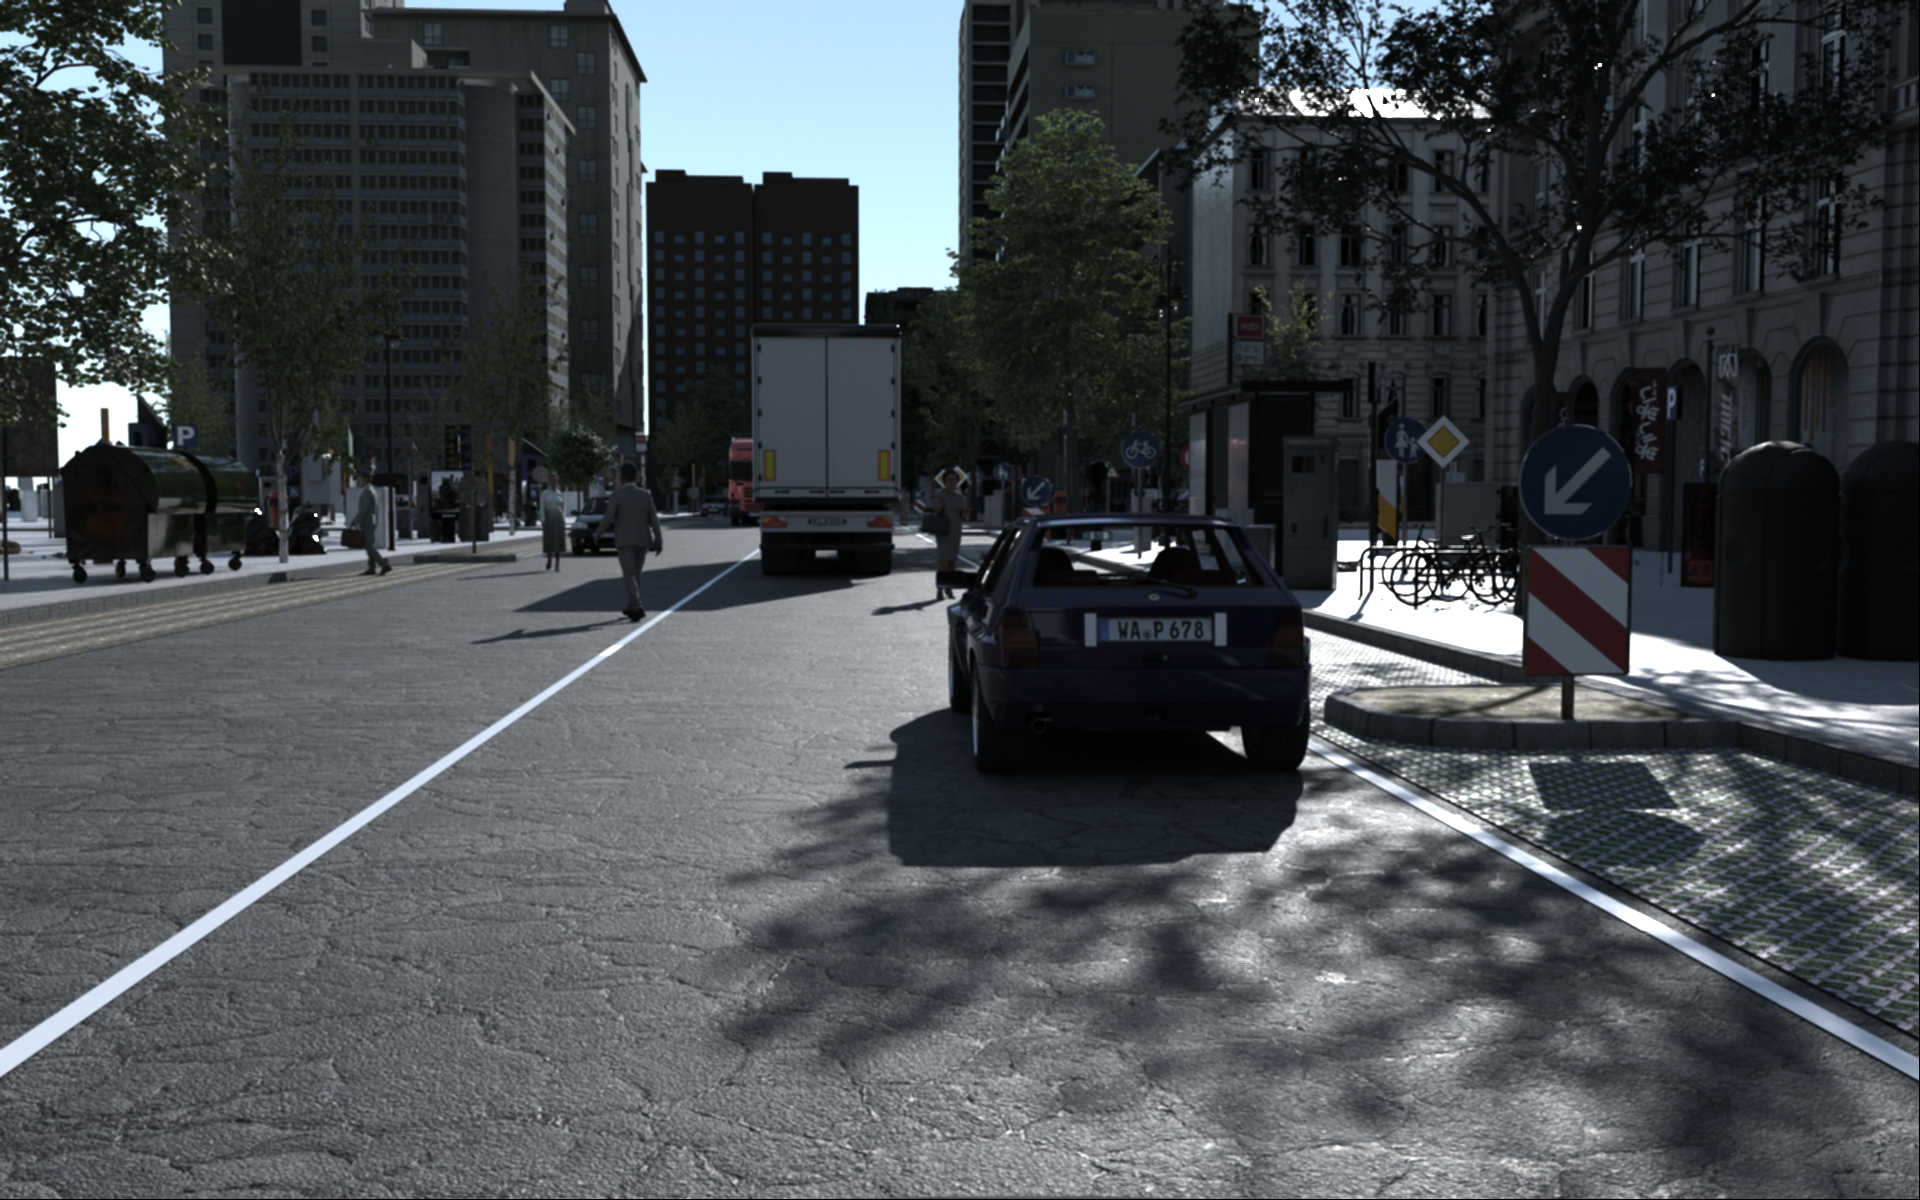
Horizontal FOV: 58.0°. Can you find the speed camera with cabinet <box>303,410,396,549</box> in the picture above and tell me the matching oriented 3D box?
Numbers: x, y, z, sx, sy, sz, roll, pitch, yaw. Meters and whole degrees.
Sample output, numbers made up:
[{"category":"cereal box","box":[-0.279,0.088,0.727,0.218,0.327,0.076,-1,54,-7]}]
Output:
[{"category":"speed camera with cabinet","box":[-14.358,-2.837,40.726,2.038,3.252,0.660,1,4,9]}]

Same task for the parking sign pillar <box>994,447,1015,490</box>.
[{"category":"parking sign pillar","box":[2.555,-6.561,95.736,1.447,3.967,1.447,1,4,14]}]

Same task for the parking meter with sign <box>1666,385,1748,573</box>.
[{"category":"parking meter with sign","box":[12.346,-1.938,27.952,1.738,3.016,0.543,0,4,5]}]

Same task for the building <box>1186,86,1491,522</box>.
[{"category":"building","box":[21.006,-14.421,84.930,18.267,20.994,9.793,0,4,-4]}]

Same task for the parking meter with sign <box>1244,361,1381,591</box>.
[{"category":"parking meter with sign","box":[4.713,-1.652,23.264,1.738,3.016,0.543,1,4,22]}]

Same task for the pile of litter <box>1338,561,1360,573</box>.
[{"category":"pile of litter","box":[6.134,-0.925,29.094,1.176,0.858,1.719,1,4,12]}]

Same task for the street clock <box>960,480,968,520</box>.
[{"category":"street clock","box":[0.170,-4.944,85.402,0.358,2.002,0.471,2,4,28]}]

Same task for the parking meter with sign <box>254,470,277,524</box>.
[{"category":"parking meter with sign","box":[-29.991,-4.821,75.081,1.738,3.016,0.543,-2,4,-28]}]

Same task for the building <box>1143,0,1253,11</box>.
[{"category":"building","box":[31.487,-49.648,249.989,20.611,71.187,20.563,0,4,-4]}]

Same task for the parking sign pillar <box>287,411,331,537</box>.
[{"category":"parking sign pillar","box":[-19.780,-3.897,52.189,1.447,3.967,1.447,0,4,5]}]

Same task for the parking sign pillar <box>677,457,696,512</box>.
[{"category":"parking sign pillar","box":[-19.975,-8.452,126.668,1.447,3.967,1.447,-2,4,-28]}]

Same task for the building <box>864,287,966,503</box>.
[{"category":"building","box":[-6.466,-28.952,245.067,14.107,30.474,14.160,0,4,-4]}]

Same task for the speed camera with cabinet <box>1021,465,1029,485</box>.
[{"category":"speed camera with cabinet","box":[4.330,-7.557,117.892,0.660,3.252,2.038,-1,4,-11]}]

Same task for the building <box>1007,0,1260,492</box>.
[{"category":"building","box":[16.188,-33.300,168.157,21.300,48.544,21.600,0,4,-4]}]

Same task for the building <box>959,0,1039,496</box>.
[{"category":"building","box":[10.643,-49.555,248.474,20.611,71.187,20.563,0,4,-4]}]

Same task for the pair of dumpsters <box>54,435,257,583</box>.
[{"category":"pair of dumpsters","box":[-12.430,-1.497,26.962,1.574,2.255,4.437,0,4,-4]}]

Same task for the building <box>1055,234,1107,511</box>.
[{"category":"building","box":[13.349,-18.694,134.524,11.050,23.489,19.941,0,4,-4]}]

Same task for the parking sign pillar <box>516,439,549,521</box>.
[{"category":"parking sign pillar","box":[-20.633,-5.848,84.081,1.447,3.967,1.447,1,4,9]}]

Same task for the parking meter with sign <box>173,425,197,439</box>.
[{"category":"parking meter with sign","box":[-19.902,-2.950,44.499,0.543,3.016,1.738,-2,4,-26]}]

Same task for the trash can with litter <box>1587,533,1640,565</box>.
[{"category":"trash can with litter","box":[11.919,-1.302,32.343,1.678,1.210,2.233,0,4,-3]}]

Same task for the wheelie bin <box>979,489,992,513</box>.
[{"category":"wheelie bin","box":[1.699,-6.685,117.215,0.980,1.594,0.693,-3,4,-38]}]

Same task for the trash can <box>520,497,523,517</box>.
[{"category":"trash can","box":[-22.148,-4.711,88.680,0.748,1.137,0.748,0,3,0]}]

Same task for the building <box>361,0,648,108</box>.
[{"category":"building","box":[-49.513,-36.757,190.217,27.495,52.752,28.713,0,4,-4]}]

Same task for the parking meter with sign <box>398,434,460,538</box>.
[{"category":"parking meter with sign","box":[-15.491,-3.317,50.494,1.738,3.016,0.543,-1,4,-10]}]

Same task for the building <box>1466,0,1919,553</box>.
[{"category":"building","box":[21.444,-11.957,37.303,13.314,21.916,24.055,0,4,-4]}]

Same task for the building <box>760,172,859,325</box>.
[{"category":"building","box":[-21.356,-36.311,243.798,14.200,45.320,14.600,0,4,-4]}]

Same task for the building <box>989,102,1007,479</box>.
[{"category":"building","box":[15.802,-35.140,194.155,23.786,49.044,30.456,0,4,-4]}]

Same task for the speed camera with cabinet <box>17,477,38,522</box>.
[{"category":"speed camera with cabinet","box":[-43.097,-5.242,80.042,0.660,3.252,2.038,-2,4,-34]}]

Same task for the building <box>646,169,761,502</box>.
[{"category":"building","box":[-35.752,-36.206,242.085,14.200,45.320,14.600,0,4,-4]}]

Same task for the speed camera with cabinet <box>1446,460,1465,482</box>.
[{"category":"speed camera with cabinet","box":[20.571,-4.685,70.941,0.660,3.252,2.038,0,4,-8]}]

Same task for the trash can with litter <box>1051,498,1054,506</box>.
[{"category":"trash can with litter","box":[4.250,-4.344,82.414,1.055,1.170,0.624,3,5,45]}]

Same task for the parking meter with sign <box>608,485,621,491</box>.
[{"category":"parking meter with sign","box":[-23.689,-7.589,120.345,1.738,3.016,0.543,1,4,17]}]

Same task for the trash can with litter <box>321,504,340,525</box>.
[{"category":"trash can with litter","box":[-27.559,-3.827,73.630,2.233,1.210,1.678,-1,4,-19]}]

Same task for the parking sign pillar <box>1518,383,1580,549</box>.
[{"category":"parking sign pillar","box":[13.538,-3.144,39.873,1.447,3.967,1.447,0,4,5]}]

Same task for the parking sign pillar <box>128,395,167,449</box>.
[{"category":"parking sign pillar","box":[-21.996,-3.577,46.950,1.447,3.967,1.447,3,4,38]}]

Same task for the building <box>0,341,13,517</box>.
[{"category":"building","box":[-35.261,-12.494,40.428,21.152,22.565,11.583,0,4,-4]}]

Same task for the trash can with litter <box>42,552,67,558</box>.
[{"category":"trash can with litter","box":[-17.804,-1.476,35.188,1.678,1.210,2.233,-3,5,-44]}]

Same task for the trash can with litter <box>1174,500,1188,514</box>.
[{"category":"trash can with litter","box":[5.344,-1.921,42.797,1.055,1.170,0.624,0,4,-4]}]

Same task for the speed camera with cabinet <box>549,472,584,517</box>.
[{"category":"speed camera with cabinet","box":[-22.325,-6.325,97.745,2.038,3.252,0.660,-2,4,-34]}]

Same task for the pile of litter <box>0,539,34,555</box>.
[{"category":"pile of litter","box":[-20.521,-1.393,36.738,1.176,0.858,1.719,3,5,42]}]

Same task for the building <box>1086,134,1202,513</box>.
[{"category":"building","box":[17.042,-17.777,109.728,14.314,24.678,30.058,0,4,-4]}]

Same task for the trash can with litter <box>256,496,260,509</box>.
[{"category":"trash can with litter","box":[-33.145,-4.363,82.720,1.055,1.170,0.624,1,4,20]}]

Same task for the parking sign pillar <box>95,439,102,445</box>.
[{"category":"parking sign pillar","box":[-41.770,-5.804,83.365,1.447,3.967,1.447,1,4,8]}]

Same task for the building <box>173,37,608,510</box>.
[{"category":"building","box":[-47.847,-28.142,152.008,32.217,40.220,23.993,0,4,-4]}]

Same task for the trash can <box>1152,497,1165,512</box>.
[{"category":"trash can","box":[9.590,-4.318,82.251,0.748,1.137,0.748,0,3,0]}]

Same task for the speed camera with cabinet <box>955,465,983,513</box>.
[{"category":"speed camera with cabinet","box":[0.549,-7.619,118.906,2.038,3.252,0.660,2,4,32]}]

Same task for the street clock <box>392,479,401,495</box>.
[{"category":"street clock","box":[-27.842,-4.953,85.551,0.471,2.002,0.358,-1,4,-12]}]

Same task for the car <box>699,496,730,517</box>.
[{"category":"car","box":[-15.516,-5.950,109.859,1.945,1.354,3.894,0,4,-4]}]

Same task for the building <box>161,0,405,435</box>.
[{"category":"building","box":[-73.816,-46.132,192.516,20.611,71.187,20.563,0,4,-4]}]

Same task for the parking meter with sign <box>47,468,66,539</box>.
[{"category":"parking meter with sign","box":[-26.155,-3.328,50.677,0.543,3.016,1.738,0,4,5]}]

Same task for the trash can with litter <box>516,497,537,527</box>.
[{"category":"trash can with litter","box":[-17.032,-3.440,67.631,1.055,1.170,0.624,-1,4,-9]}]

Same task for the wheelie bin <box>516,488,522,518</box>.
[{"category":"wheelie bin","box":[-23.290,-5.089,91.109,0.693,1.594,0.980,-1,4,-10]}]

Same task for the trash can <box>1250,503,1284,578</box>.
[{"category":"trash can","box":[4.848,-0.925,26.779,0.748,1.137,0.748,0,3,0]}]

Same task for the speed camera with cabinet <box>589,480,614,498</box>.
[{"category":"speed camera with cabinet","box":[-19.459,-6.179,95.367,2.038,3.252,0.660,2,4,29]}]
